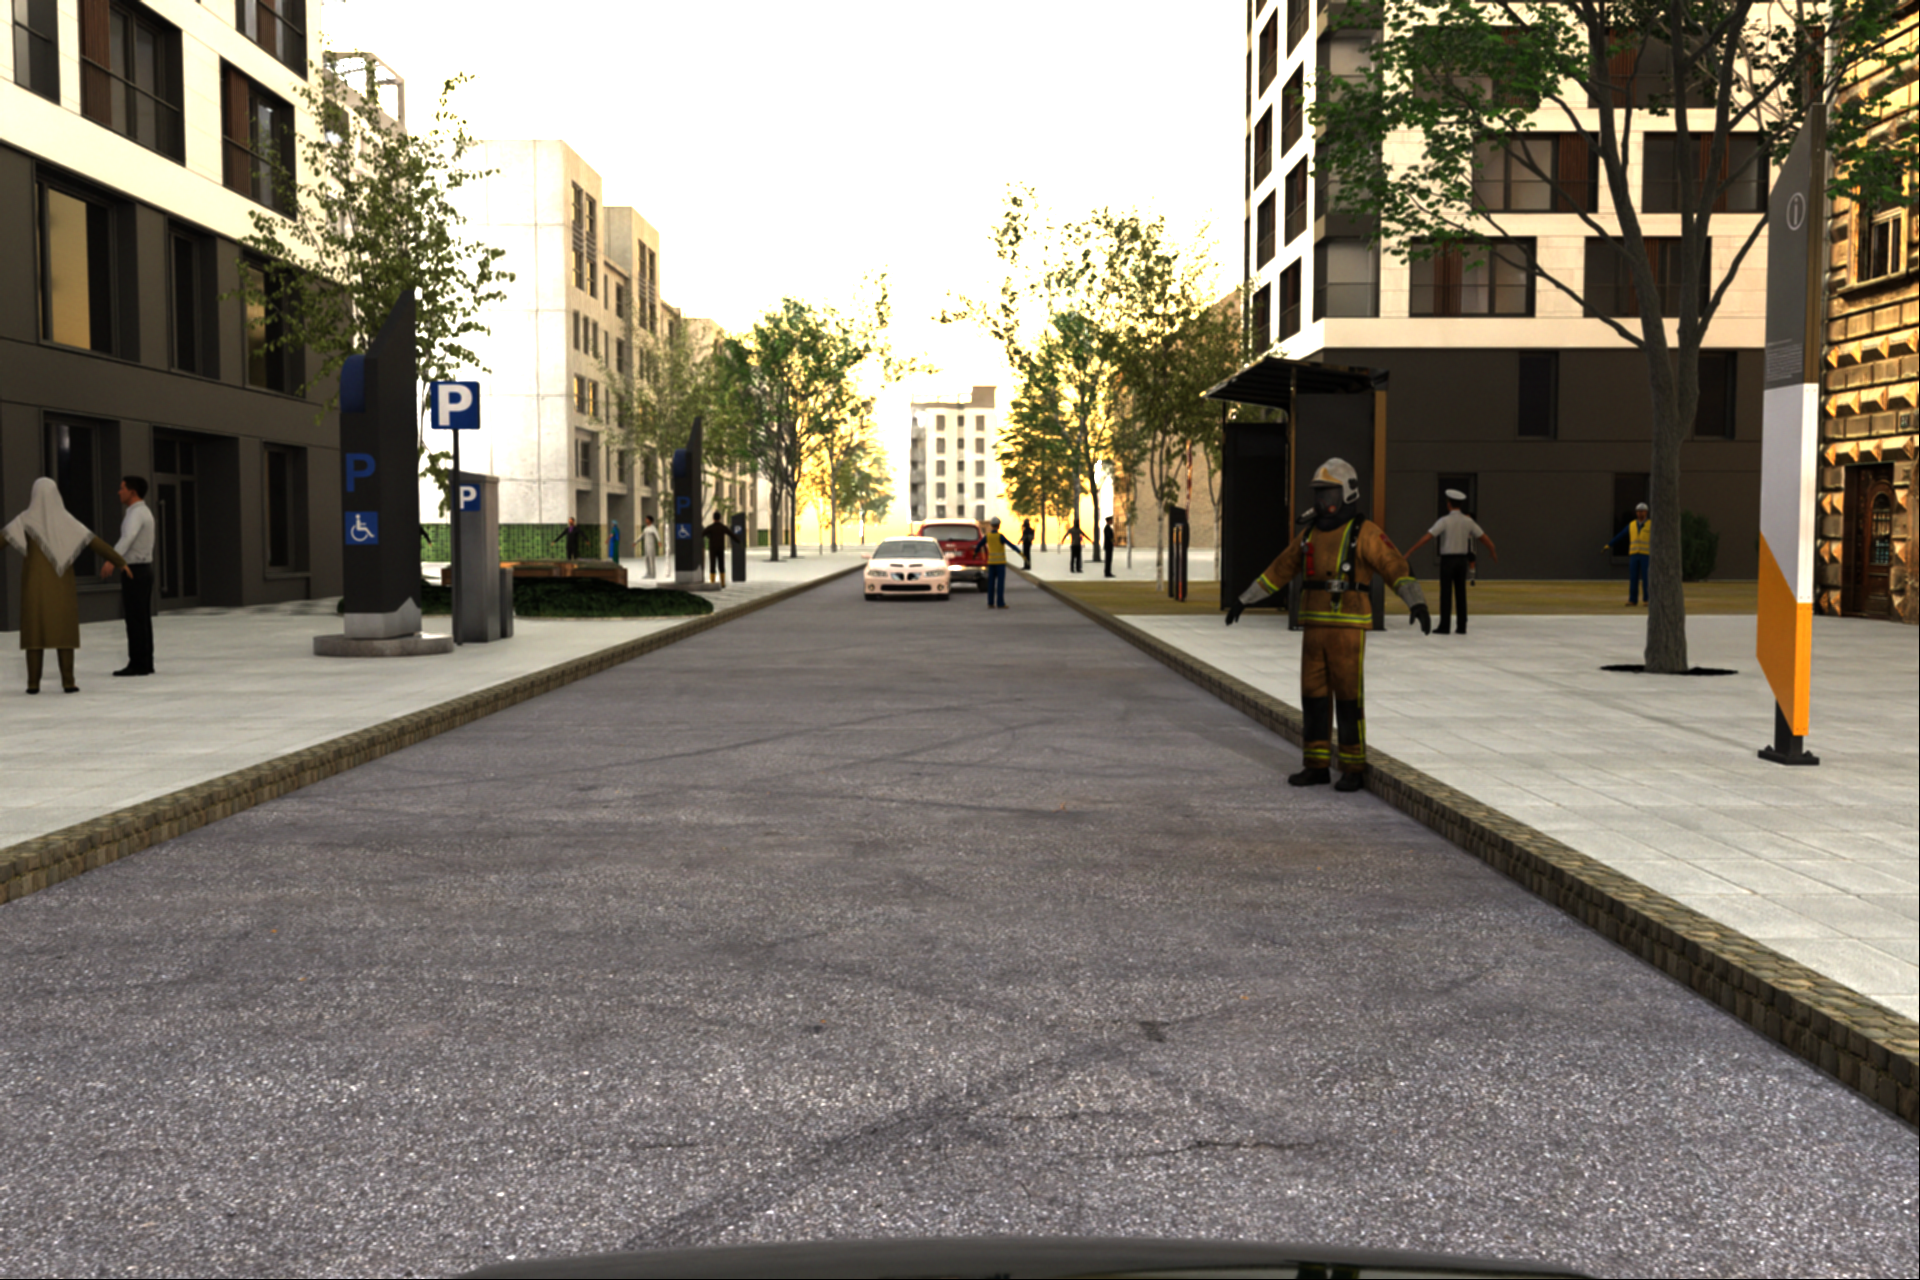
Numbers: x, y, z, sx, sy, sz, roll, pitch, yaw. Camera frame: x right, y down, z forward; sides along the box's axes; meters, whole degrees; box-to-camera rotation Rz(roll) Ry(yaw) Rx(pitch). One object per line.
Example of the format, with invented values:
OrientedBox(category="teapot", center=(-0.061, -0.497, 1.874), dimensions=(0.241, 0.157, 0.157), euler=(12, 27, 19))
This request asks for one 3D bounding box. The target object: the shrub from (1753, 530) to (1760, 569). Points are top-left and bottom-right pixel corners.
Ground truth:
OrientedBox(category="shrub", center=(21.640, -2.520, 45.249), dimensions=(1.661, 2.075, 1.752), euler=(0, 3, 0))

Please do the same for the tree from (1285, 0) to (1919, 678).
OrientedBox(category="tree", center=(6.578, -5.511, 15.868), dimensions=(9.928, 11.665, 9.643), euler=(0, 3, 0))

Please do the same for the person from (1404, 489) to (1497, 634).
OrientedBox(category="person", center=(6.342, -1.010, 22.307), dimensions=(1.343, 1.855, 0.704), euler=(-1, 4, -13))

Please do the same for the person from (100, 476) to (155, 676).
OrientedBox(category="person", center=(-7.537, -0.589, 15.788), dimensions=(0.704, 1.810, 1.344), euler=(-1, 4, -12))

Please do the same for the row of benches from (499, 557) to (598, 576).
OrientedBox(category="row of benches", center=(-10.699, -1.840, 45.544), dimensions=(4.104, 0.672, 1.422), euler=(3, 5, 41))

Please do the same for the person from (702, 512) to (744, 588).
OrientedBox(category="person", center=(-5.812, -2.155, 41.370), dimensions=(1.346, 1.812, 0.704), euler=(-1, 4, -19))

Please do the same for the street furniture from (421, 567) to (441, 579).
OrientedBox(category="street furniture", center=(-17.835, -2.205, 42.905), dimensions=(9.812, 1.723, 11.010), euler=(-2, 4, -25))

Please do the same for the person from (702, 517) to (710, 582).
OrientedBox(category="person", center=(-6.430, -2.231, 42.755), dimensions=(0.705, 1.796, 1.348), euler=(2, 4, 35))

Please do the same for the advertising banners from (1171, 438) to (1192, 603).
OrientedBox(category="advertising banners", center=(4.200, -2.239, 32.792), dimensions=(0.090, 3.025, 2.074), euler=(0, 4, -1))

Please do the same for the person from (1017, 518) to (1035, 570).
OrientedBox(category="person", center=(2.375, -3.452, 62.222), dimensions=(0.705, 1.856, 1.354), euler=(-1, 4, -16))

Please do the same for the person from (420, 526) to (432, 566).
OrientedBox(category="person", center=(-16.123, -2.752, 51.186), dimensions=(0.705, 1.806, 1.347), euler=(2, 4, 33))

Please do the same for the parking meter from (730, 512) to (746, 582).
OrientedBox(category="parking meter", center=(-5.985, -2.505, 46.672), dimensions=(0.399, 1.863, 0.255), euler=(0, 4, 0))

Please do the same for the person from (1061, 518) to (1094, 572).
OrientedBox(category="person", center=(3.897, -3.173, 58.010), dimensions=(1.348, 1.813, 0.705), euler=(-2, 4, -32))

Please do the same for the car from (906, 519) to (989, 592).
OrientedBox(category="car", center=(-0.243, -2.166, 44.091), dimensions=(2.281, 1.827, 5.304), euler=(0, 4, 0))

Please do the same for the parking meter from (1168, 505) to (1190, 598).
OrientedBox(category="parking meter", center=(4.423, -1.791, 35.002), dimensions=(0.399, 1.863, 0.255), euler=(0, 3, 0))

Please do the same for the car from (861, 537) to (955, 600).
OrientedBox(category="car", center=(-1.145, -1.625, 38.930), dimensions=(2.083, 1.381, 4.827), euler=(0, 3, 0))

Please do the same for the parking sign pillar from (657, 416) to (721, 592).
OrientedBox(category="parking sign pillar", center=(-6.131, -3.095, 39.071), dimensions=(1.447, 3.967, 1.447), euler=(0, 4, 1))

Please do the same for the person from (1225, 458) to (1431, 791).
OrientedBox(category="person", center=(2.094, -0.094, 9.764), dimensions=(0.705, 1.858, 1.354), euler=(-3, 5, -43))

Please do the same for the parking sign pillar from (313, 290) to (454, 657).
OrientedBox(category="parking sign pillar", center=(-6.217, -1.842, 18.592), dimensions=(1.447, 3.967, 1.447), euler=(0, 3, 0))

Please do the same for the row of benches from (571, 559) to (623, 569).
OrientedBox(category="row of benches", center=(-8.749, -1.598, 41.582), dimensions=(1.422, 0.672, 4.104), euler=(-1, 4, -20))

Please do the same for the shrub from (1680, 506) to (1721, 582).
OrientedBox(category="shrub", center=(19.453, -2.563, 46.318), dimensions=(1.690, 2.028, 1.600), euler=(0, 3, 0))

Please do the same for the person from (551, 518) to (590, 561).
OrientedBox(category="person", center=(-12.263, -2.965, 54.701), dimensions=(1.346, 1.802, 0.704), euler=(1, 4, 16))

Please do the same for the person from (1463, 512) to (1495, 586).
OrientedBox(category="person", center=(12.581, -2.249, 42.910), dimensions=(1.345, 1.843, 0.704), euler=(2, 4, 28))

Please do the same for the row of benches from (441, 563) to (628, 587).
OrientedBox(category="row of benches", center=(-9.230, -1.332, 37.234), dimensions=(4.104, 0.672, 1.422), euler=(0, 4, 7))

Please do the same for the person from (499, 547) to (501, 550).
OrientedBox(category="person", center=(-11.753, -2.213, 42.035), dimensions=(1.347, 1.847, 0.705), euler=(2, 4, 25))

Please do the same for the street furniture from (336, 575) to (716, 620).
OrientedBox(category="street furniture", center=(-7.748, -0.894, 30.239), dimensions=(5.734, 0.657, 10.072), euler=(-1, 4, -17))

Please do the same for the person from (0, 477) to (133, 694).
OrientedBox(category="person", center=(-7.371, -0.443, 14.023), dimensions=(1.217, 1.736, 0.721), euler=(-1, 4, -21))

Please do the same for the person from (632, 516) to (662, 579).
OrientedBox(category="person", center=(-8.952, -2.670, 49.843), dimensions=(1.347, 1.806, 0.705), euler=(3, 5, 44))

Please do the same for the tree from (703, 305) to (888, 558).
OrientedBox(category="tree", center=(-9.012, -11.164, 92.895), dimensions=(12.009, 13.543, 11.850), euler=(0, 3, 0))

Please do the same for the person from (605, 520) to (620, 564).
OrientedBox(category="person", center=(-13.259, -3.686, 66.385), dimensions=(0.704, 1.817, 1.347), euler=(1, 4, 9))

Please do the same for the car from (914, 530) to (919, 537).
OrientedBox(category="car", center=(-2.314, -7.109, 124.907), dimensions=(2.281, 1.827, 5.304), euler=(0, 3, 0))

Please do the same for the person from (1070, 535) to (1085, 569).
OrientedBox(category="person", center=(4.326, -3.330, 63.719), dimensions=(0.599, 1.433, 0.991), euler=(-2, 4, -26))

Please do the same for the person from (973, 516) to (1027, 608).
OrientedBox(category="person", center=(0.746, -1.503, 33.497), dimensions=(1.216, 1.772, 0.721), euler=(2, 4, 34))

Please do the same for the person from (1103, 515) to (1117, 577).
OrientedBox(category="person", center=(4.466, -2.797, 51.658), dimensions=(0.705, 1.837, 1.347), euler=(0, 4, -3))

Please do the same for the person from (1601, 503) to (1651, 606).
OrientedBox(category="person", center=(12.128, -1.523, 30.874), dimensions=(1.349, 1.833, 0.705), euler=(3, 5, 41))
